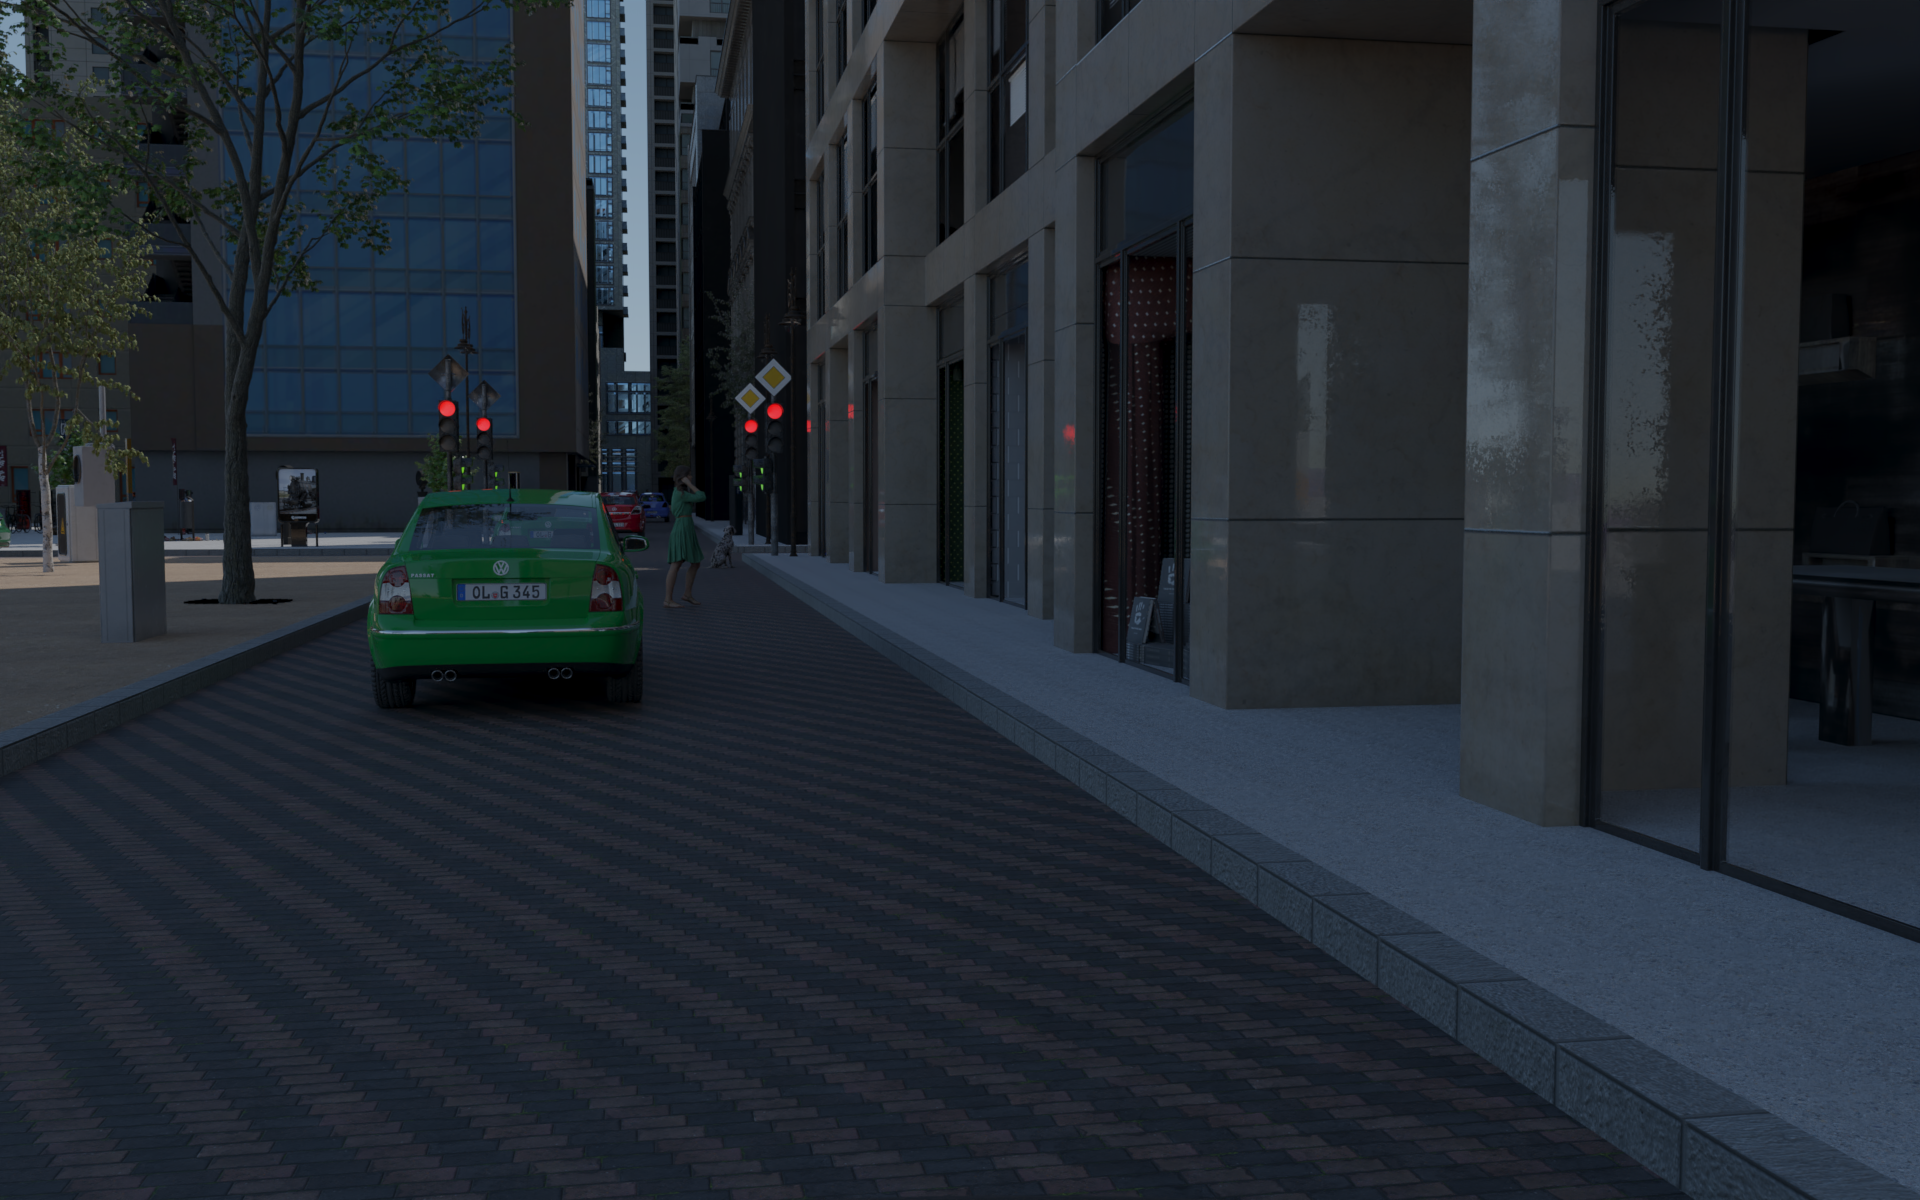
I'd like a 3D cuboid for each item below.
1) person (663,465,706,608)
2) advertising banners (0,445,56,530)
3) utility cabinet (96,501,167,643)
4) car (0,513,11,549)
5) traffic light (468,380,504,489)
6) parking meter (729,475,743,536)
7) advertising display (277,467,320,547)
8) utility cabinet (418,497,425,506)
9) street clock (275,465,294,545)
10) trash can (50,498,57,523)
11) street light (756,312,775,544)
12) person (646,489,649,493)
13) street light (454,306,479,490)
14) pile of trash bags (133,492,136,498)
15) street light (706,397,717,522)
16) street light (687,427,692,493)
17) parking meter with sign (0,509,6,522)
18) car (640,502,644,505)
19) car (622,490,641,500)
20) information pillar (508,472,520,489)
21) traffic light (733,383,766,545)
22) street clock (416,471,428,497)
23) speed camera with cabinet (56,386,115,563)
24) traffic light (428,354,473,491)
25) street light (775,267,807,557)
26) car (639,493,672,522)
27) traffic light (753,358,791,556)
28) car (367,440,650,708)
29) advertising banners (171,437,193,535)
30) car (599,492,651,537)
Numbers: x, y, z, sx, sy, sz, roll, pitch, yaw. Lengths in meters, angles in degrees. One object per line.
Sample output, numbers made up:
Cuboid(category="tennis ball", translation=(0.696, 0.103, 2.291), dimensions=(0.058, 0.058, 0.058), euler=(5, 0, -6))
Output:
Cuboid(category="person", translation=(-3.523, -0.806, 21.932), dimensions=(0.529, 1.795, 0.600), euler=(-2, 4, -25))
Cuboid(category="advertising banners", translation=(-33.826, -4.061, 62.579), dimensions=(2.074, 3.025, 0.090), euler=(-3, 5, -43))
Cuboid(category="utility cabinet", translation=(-7.357, -0.259, 15.393), dimensions=(0.306, 1.237, 1.020), euler=(-1, 4, -10))
Cuboid(category="car", translation=(-22.989, -1.533, 36.866), dimensions=(4.920, 1.459, 2.131), euler=(-1, 4, -10))
Cuboid(category="traffic light", translation=(-11.667, -3.285, 42.639), dimensions=(0.839, 4.253, 0.868), euler=(-1, 4, -10))
Cuboid(category="parking meter", translation=(-6.925, -2.930, 53.611), dimensions=(0.255, 1.863, 0.399), euler=(3, 4, 37))
Cuboid(category="advertising display", translation=(-16.059, -2.253, 42.049), dimensions=(0.974, 1.923, 0.123), euler=(0, 4, 0))
Cuboid(category="utility cabinet", translation=(-13.521, -2.032, 44.385), dimensions=(0.306, 1.237, 1.020), euler=(1, 4, 9))
Cuboid(category="street clock", translation=(-17.003, -2.396, 43.739), dimensions=(0.471, 2.002, 0.358), euler=(1, 4, 19))
Cuboid(category="trash can", translation=(-32.233, -3.065, 61.764), dimensions=(0.748, 1.137, 0.748), euler=(0, 3, 0))
Cuboid(category="street light", translation=(-4.920, -4.372, 44.266), dimensions=(0.468, 5.910, 1.993), euler=(-1, 4, -10))
Cuboid(category="person", translation=(-26.486, -8.462, 146.833), dimensions=(0.705, 1.826, 1.348), euler=(2, 4, 24))
Cuboid(category="street light", translation=(-12.162, -4.282, 42.797), dimensions=(0.468, 5.910, 1.993), euler=(-1, 4, -10))
Cuboid(category="pile of trash bags", translation=(-36.493, -3.900, 73.521), dimensions=(3.447, 1.369, 1.912), euler=(-3, 4, -37))
Cuboid(category="street light", translation=(-11.559, -6.599, 80.684), dimensions=(0.468, 5.910, 1.993), euler=(-1, 4, -10))
Cuboid(category="street light", translation=(-18.284, -8.850, 117.482), dimensions=(0.468, 5.910, 1.993), euler=(-1, 4, -10))
Cuboid(category="parking meter with sign", translation=(-29.193, -3.393, 51.737), dimensions=(1.738, 3.016, 0.543), euler=(2, 4, 30))
Cuboid(category="car", translation=(-15.660, -4.162, 79.845), dimensions=(2.131, 1.459, 4.920), euler=(-1, 4, -11))
Cuboid(category="car", translation=(-31.981, -9.740, 167.917), dimensions=(2.281, 1.827, 5.304), euler=(-1, 4, -8))
Cuboid(category="information pillar", translation=(-14.755, -3.236, 57.394), dimensions=(0.304, 2.012, 0.304), euler=(0, 4, 6))
Cuboid(category="traffic light", translation=(-5.313, -3.357, 43.813), dimensions=(0.839, 4.253, 0.868), euler=(-1, 4, -10))
Cuboid(category="street clock", translation=(-16.566, -2.985, 53.383), dimensions=(0.358, 2.002, 0.471), euler=(-3, 5, -39))
Cuboid(category="speed camera with cabinet", translation=(-16.264, -2.314, 32.165), dimensions=(0.660, 3.252, 2.038), euler=(-3, 5, -39))
Cuboid(category="traffic light", translation=(-10.230, -2.805, 34.783), dimensions=(0.839, 4.253, 0.868), euler=(-1, 4, -10))
Cuboid(category="street light", translation=(-3.423, -3.833, 35.454), dimensions=(0.468, 5.910, 1.993), euler=(-1, 4, -10))
Cuboid(category="car", translation=(-15.815, -4.864, 89.119), dimensions=(1.945, 1.707, 3.694), euler=(-1, 4, -9))
Cuboid(category="traffic light", translation=(-3.876, -2.877, 35.958), dimensions=(0.839, 4.253, 0.868), euler=(-1, 4, -10))
Cuboid(category="car", translation=(-3.325, -0.262, 13.086), dimensions=(1.959, 1.807, 4.718), euler=(-1, 4, -11))
Cuboid(category="advertising banners", translation=(-24.481, -3.566, 54.495), dimensions=(0.090, 3.025, 2.074), euler=(-1, 4, -8))
Cuboid(category="car", translation=(-10.795, -2.772, 54.367), dimensions=(2.155, 1.783, 4.494), euler=(-1, 4, -10))
